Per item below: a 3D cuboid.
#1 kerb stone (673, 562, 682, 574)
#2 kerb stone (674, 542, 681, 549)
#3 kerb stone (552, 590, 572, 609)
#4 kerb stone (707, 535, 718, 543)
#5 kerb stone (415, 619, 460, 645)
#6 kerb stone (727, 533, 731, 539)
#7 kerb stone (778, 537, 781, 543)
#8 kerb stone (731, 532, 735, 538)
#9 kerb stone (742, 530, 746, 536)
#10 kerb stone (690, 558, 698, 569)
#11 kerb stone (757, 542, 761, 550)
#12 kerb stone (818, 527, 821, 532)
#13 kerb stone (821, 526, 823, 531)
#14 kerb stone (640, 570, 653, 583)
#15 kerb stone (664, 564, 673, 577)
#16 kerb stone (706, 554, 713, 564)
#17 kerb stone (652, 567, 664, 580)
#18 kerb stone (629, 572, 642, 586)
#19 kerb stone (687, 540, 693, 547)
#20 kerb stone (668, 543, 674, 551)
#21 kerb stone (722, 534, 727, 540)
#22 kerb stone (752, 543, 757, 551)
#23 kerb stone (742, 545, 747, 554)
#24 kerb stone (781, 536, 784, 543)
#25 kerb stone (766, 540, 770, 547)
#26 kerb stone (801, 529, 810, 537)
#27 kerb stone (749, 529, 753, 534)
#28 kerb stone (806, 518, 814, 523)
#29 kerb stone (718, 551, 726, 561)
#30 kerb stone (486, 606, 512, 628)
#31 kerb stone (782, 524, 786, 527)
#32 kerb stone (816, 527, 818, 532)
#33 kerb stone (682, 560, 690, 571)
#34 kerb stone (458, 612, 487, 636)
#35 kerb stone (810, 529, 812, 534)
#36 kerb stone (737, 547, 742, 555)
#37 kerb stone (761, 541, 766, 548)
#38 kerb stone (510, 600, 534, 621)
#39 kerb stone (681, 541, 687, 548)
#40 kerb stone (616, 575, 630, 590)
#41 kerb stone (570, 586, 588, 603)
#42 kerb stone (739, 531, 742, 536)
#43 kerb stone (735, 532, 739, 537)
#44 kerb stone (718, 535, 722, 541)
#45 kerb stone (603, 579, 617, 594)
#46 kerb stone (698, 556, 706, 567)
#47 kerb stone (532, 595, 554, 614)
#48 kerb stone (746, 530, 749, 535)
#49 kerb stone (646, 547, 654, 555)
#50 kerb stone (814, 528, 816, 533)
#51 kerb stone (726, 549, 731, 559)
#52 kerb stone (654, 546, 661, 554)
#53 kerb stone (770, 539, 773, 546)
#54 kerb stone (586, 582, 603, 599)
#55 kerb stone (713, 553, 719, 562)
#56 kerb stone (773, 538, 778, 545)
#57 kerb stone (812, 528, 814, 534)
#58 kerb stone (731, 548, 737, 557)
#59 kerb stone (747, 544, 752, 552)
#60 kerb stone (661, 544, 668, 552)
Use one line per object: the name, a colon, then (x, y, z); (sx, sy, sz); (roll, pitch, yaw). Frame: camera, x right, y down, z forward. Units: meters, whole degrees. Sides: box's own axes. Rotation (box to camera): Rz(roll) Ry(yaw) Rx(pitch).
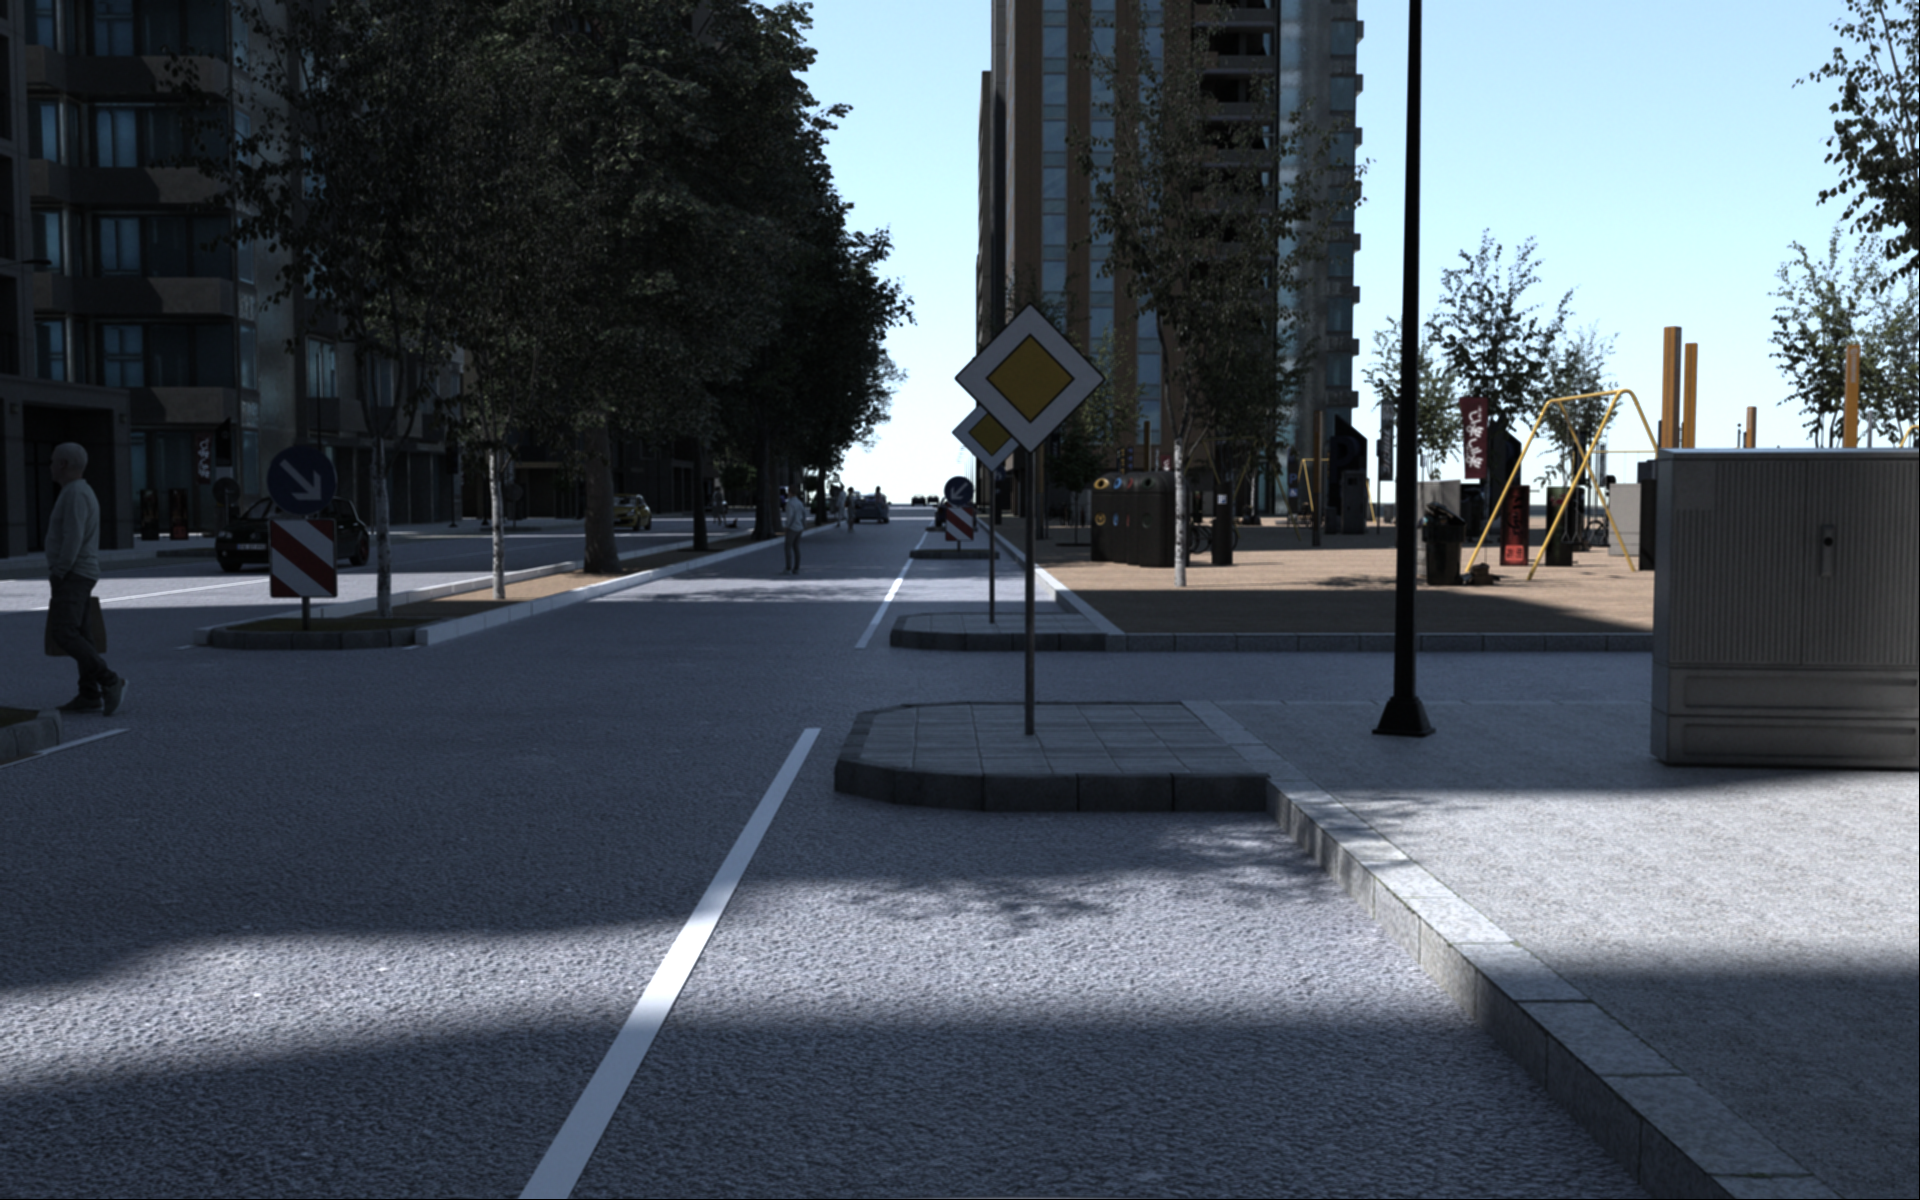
kerb stone: (-5.199, -0.551, 31.242); (0.120, 0.150, 1.000); (0, 4, 0)
kerb stone: (-7.394, -1.368, 44.569); (0.120, 0.150, 1.000); (0, 4, 0)
kerb stone: (-5.135, 0.012, 22.027); (0.120, 0.150, 1.000); (0, 4, 0)
kerb stone: (-7.438, -1.807, 51.736); (0.120, 0.150, 1.000); (0, 4, 0)
kerb stone: (-5.100, 0.325, 16.888); (0.120, 0.150, 1.000); (0, 4, 0)
kerb stone: (-7.459, -1.996, 54.822); (0.120, 0.150, 1.000); (0, 4, 0)
kerb stone: (-5.320, -1.676, 49.677); (0.120, 0.150, 1.000); (0, 4, 0)
kerb stone: (-7.460, -2.058, 55.844); (0.120, 0.150, 1.000); (0, 4, 0)
kerb stone: (-7.485, -2.243, 58.924); (0.120, 0.150, 1.000); (0, 4, 0)
kerb stone: (-5.213, -0.673, 33.286); (0.120, 0.150, 1.000); (0, 4, 0)
kerb stone: (-5.293, -1.367, 44.549); (0.120, 0.150, 1.000); (0, 4, 0)
kerb stone: (-5.423, -2.621, 65.044); (0.120, 0.150, 1.000); (0, 4, 0)
kerb stone: (-5.433, -2.684, 66.074); (0.120, 0.150, 1.000); (0, 4, 0)
kerb stone: (-5.180, -0.365, 28.170); (0.120, 0.150, 1.000); (0, 4, 0)
kerb stone: (-5.189, -0.489, 30.217); (0.120, 0.150, 1.000); (0, 4, 0)
kerb stone: (-5.224, -0.803, 35.330); (0.120, 0.150, 1.000); (0, 4, 0)
kerb stone: (-5.178, -0.427, 29.195); (0.120, 0.150, 1.000); (0, 4, 0)
kerb stone: (-5.173, -0.300, 27.148); (0.120, 0.150, 1.000); (0, 4, 0)
kerb stone: (-7.401, -1.494, 46.618); (0.120, 0.150, 1.000); (0, 4, 0)
kerb stone: (-7.386, -1.306, 43.543); (0.120, 0.150, 1.000); (0, 4, 0)
kerb stone: (-7.449, -1.932, 53.791); (0.120, 0.150, 1.000); (0, 4, 0)
kerb stone: (-5.284, -1.302, 43.527); (0.120, 0.150, 1.000); (0, 4, 0)
kerb stone: (-5.269, -1.174, 41.471); (0.120, 0.150, 1.000); (0, 4, 0)
kerb stone: (-5.331, -1.742, 50.706); (0.120, 0.150, 1.000); (0, 4, 0)
kerb stone: (-5.300, -1.493, 46.608); (0.120, 0.150, 1.000); (0, 4, 0)
kerb stone: (-5.391, -2.304, 59.917); (0.120, 0.150, 1.000); (0, 4, 0)
kerb stone: (-7.501, -2.372, 60.974); (0.120, 0.150, 1.000); (0, 4, 0)
kerb stone: (-7.679, -4.065, 88.657); (0.120, 0.150, 1.000); (0, 4, 0)
kerb stone: (-5.241, -0.924, 37.383); (0.120, 0.150, 1.000); (0, 4, 0)
kerb stone: (-5.117, 0.199, 18.936); (0.120, 0.150, 1.000); (0, 4, 0)
kerb stone: (-7.597, -3.248, 75.336); (0.120, 0.150, 1.000); (0, 4, 0)
kerb stone: (-5.429, -2.558, 64.022); (0.120, 0.150, 1.000); (0, 4, 0)
kerb stone: (-5.216, -0.616, 32.264); (0.120, 0.150, 1.000); (0, 4, 0)
kerb stone: (-5.109, 0.262, 17.910); (0.120, 0.150, 1.000); (0, 4, 0)
kerb stone: (-5.394, -2.370, 60.944); (0.120, 0.150, 1.000); (0, 4, 0)
kerb stone: (-5.265, -1.114, 40.449); (0.120, 0.150, 1.000); (0, 4, 0)
kerb stone: (-5.294, -1.430, 45.575); (0.120, 0.150, 1.000); (0, 4, 0)
kerb stone: (-5.124, 0.136, 19.967); (0.120, 0.150, 1.000); (0, 4, 0)
kerb stone: (-7.390, -1.430, 45.596); (0.120, 0.150, 1.000); (0, 4, 0)
kerb stone: (-5.166, -0.240, 26.125); (0.120, 0.150, 1.000); (0, 4, 0)
kerb stone: (-5.148, -0.049, 23.049); (0.120, 0.150, 1.000); (0, 4, 0)
kerb stone: (-7.480, -2.183, 57.888); (0.120, 0.150, 1.000); (0, 4, 0)
kerb stone: (-7.474, -2.121, 56.866); (0.120, 0.150, 1.000); (0, 4, 0)
kerb stone: (-7.441, -1.870, 52.769); (0.120, 0.150, 1.000); (0, 4, 0)
kerb stone: (-5.158, -0.173, 25.094); (0.120, 0.150, 1.000); (0, 4, 0)
kerb stone: (-5.218, -0.738, 34.308); (0.120, 0.150, 1.000); (0, 4, 0)
kerb stone: (-5.127, 0.074, 21.003); (0.120, 0.150, 1.000); (0, 4, 0)
kerb stone: (-7.494, -2.309, 59.952); (0.120, 0.150, 1.000); (0, 4, 0)
kerb stone: (-7.364, -1.109, 40.465); (0.120, 0.150, 1.000); (0, 4, 0)
kerb stone: (-5.417, -2.496, 62.997); (0.120, 0.150, 1.000); (0, 4, 0)
kerb stone: (-5.251, -0.990, 38.405); (0.120, 0.150, 1.000); (0, 4, 0)
kerb stone: (-7.368, -1.179, 41.492); (0.120, 0.150, 1.000); (0, 4, 0)
kerb stone: (-5.313, -1.550, 47.632); (0.120, 0.150, 1.000); (0, 4, 0)
kerb stone: (-5.153, -0.115, 24.071); (0.120, 0.150, 1.000); (0, 4, 0)
kerb stone: (-5.236, -0.860, 36.357); (0.120, 0.150, 1.000); (0, 4, 0)
kerb stone: (-5.304, -1.618, 48.654); (0.120, 0.150, 1.000); (0, 4, 0)
kerb stone: (-5.404, -2.433, 61.967); (0.120, 0.150, 1.000); (0, 4, 0)
kerb stone: (-5.259, -1.054, 39.427); (0.120, 0.150, 1.000); (0, 4, 0)
kerb stone: (-5.274, -1.239, 42.505); (0.120, 0.150, 1.000); (0, 4, 0)
kerb stone: (-7.371, -1.243, 42.521); (0.120, 0.150, 1.000); (0, 4, 0)
